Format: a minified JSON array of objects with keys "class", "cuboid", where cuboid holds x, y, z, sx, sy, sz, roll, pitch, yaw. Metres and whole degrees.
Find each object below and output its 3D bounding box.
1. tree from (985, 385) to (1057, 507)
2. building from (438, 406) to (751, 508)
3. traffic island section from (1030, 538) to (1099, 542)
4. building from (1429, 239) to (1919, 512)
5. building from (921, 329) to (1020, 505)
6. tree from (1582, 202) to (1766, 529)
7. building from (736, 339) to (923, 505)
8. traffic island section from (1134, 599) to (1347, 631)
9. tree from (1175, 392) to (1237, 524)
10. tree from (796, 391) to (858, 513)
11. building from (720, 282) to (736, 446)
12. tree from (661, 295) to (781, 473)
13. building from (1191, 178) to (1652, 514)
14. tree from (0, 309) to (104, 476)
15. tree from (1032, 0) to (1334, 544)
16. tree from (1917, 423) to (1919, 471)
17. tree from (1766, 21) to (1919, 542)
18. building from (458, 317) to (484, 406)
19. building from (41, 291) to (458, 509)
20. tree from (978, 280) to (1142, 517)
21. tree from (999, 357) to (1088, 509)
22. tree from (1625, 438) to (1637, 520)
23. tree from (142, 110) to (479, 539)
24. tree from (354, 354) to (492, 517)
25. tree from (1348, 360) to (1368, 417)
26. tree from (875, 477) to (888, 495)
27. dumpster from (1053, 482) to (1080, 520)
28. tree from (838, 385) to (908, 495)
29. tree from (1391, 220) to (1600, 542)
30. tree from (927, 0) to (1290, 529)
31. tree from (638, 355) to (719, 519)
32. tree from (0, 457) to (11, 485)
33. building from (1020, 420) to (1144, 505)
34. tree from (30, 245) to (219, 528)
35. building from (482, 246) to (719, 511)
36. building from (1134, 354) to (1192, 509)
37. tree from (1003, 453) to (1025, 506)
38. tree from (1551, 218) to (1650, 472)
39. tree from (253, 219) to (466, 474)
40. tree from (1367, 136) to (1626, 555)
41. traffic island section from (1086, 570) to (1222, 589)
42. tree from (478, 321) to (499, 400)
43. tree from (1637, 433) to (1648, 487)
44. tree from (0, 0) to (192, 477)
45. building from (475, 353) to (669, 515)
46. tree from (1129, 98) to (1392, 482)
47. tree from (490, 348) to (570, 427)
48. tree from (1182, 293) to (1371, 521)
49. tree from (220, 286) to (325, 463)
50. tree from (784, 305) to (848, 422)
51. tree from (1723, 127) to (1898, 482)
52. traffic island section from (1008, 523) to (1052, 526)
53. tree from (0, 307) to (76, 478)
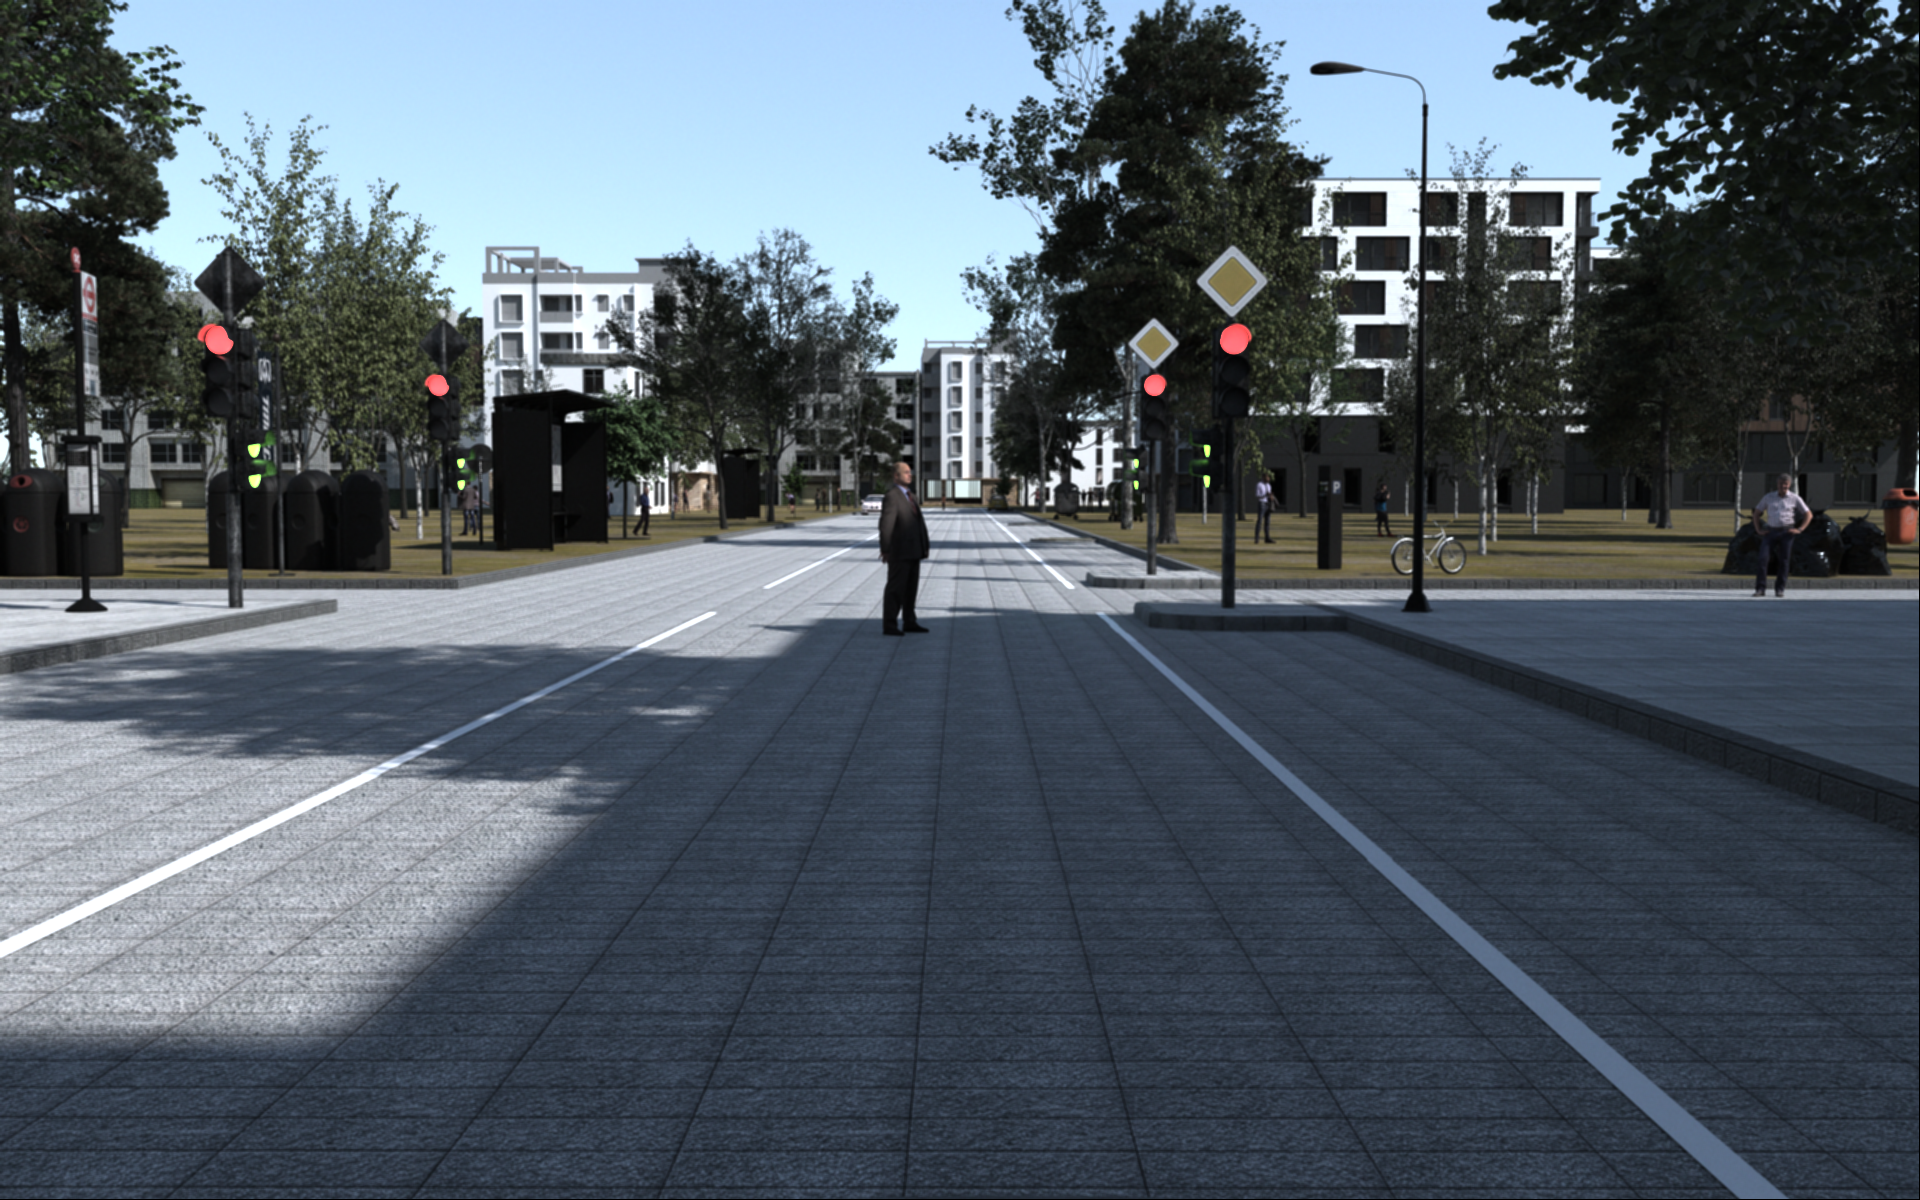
[{"class":"tree","cuboid":[6.119,-15.393,169.794,7.486,12.596,7.792,0,3,0]},{"class":"building","cuboid":[-34.172,-13.555,163.765,28.070,9.664,9.099,0,4,0]},{"class":"traffic island section","cuboid":[3.127,-1.800,52.291,1.991,0.108,1.994,0,4,0]},{"class":"building","cuboid":[62.236,-18.976,154.237,32.646,21.610,27.936,0,4,0]},{"class":"building","cuboid":[1.150,-21.302,204.708,11.380,20.091,16.016,0,4,0]},{"class":"tree","cuboid":[26.243,-8.702,64.330,6.751,12.117,7.091,0,3,0]},{"class":"building","cuboid":[-20.396,-20.747,205.670,31.486,18.905,16.747,0,4,0]},{"class":"traffic island section","cuboid":[3.046,0.168,19.532,2.009,0.180,2.903,0,4,0]},{"class":"tree","cuboid":[10.447,-7.594,74.531,4.360,8.622,3.978,0,3,0]},{"class":"tree","cuboid":[-9.195,-10.337,119.364,4.360,8.622,3.978,0,3,0]},{"class":"building","cuboid":[-27.273,-17.839,148.085,16.016,20.091,11.380,0,4,0]},{"class":"tree","cuboid":[-13.889,-11.020,98.310,7.486,12.596,7.792,0,3,0]},{"class":"building","cuboid":[30.894,-17.409,128.616,27.936,21.610,32.646,0,4,0]},{"class":"tree","cuboid":[-30.313,-6.554,57.518,4.360,8.622,3.978,0,3,0]},{"class":"tree","cuboid":[5.636,-8.401,44.773,7.806,13.903,7.818,0,3,0]},{"class":"tree","cuboid":[50.193,-6.495,69.096,20.602,7.101,11.467,0,4,-1]},{"class":"tree","cuboid":[25.291,-8.522,45.997,9.857,13.997,8.962,0,3,0]},{"class":"building","cuboid":[-53.024,-22.441,210.880,32.646,21.610,27.936,0,4,0]},{"class":"building","cuboid":[-64.233,-17.922,159.483,31.486,18.905,16.747,0,4,0]},{"class":"tree","cuboid":[5.958,-11.328,95.586,12.009,13.543,11.850,0,3,0]},{"class":"tree","cuboid":[6.445,-13.028,135.063,6.751,12.117,7.091,0,3,0]},{"class":"tree","cuboid":[18.843,-6.474,56.209,4.360,8.622,3.978,0,3,0]},{"class":"tree","cuboid":[-12.775,-5.102,33.787,4.737,8.622,4.395,0,3,0]},{"class":"tree","cuboid":[-30.109,-9.941,96.952,8.767,10.594,7.601,0,4,3]},{"class":"tree","cuboid":[16.239,-6.824,61.928,4.360,8.622,3.978,0,3,0]},{"class":"tree","cuboid":[-8.429,-11.299,179.333,1.663,3.219,1.824,0,3,0]},{"class":"dumpster","cuboid":[5.309,-4.927,86.314,1.264,1.857,1.865,0,3,0]},{"class":"tree","cuboid":[-8.678,-15.133,169.478,6.751,12.117,7.091,0,3,0]},{"class":"tree","cuboid":[14.528,-5.874,46.402,4.737,8.622,4.395,0,3,0]},{"class":"tree","cuboid":[4.612,-12.650,62.714,12.611,20.169,13.585,0,3,0]},{"class":"tree","cuboid":[-14.588,-8.485,89.092,4.737,8.622,4.395,0,3,0]},{"class":"tree","cuboid":[-58.801,-11.642,92.160,13.155,14.587,18.604,0,4,-7]},{"class":"building","cuboid":[20.867,-15.880,201.792,28.070,9.664,9.099,0,4,0]},{"class":"tree","cuboid":[-31.043,-7.969,64.700,7.601,10.594,8.767,0,4,-1]},{"class":"building","cuboid":[-28.098,-17.144,136.729,16.016,20.091,11.380,0,4,0]},{"class":"building","cuboid":[24.567,-18.703,162.206,16.016,20.091,11.380,0,4,0]},{"class":"tree","cuboid":[6.245,-14.012,179.463,4.737,8.622,4.395,0,3,0]},{"class":"tree","cuboid":[30.430,-10.326,75.490,9.857,13.997,8.962,0,3,0]},{"class":"tree","cuboid":[-27.280,-10.178,76.776,12.009,13.543,11.850,0,3,0]},{"class":"tree","cuboid":[10.961,-5.227,35.829,4.360,8.622,3.978,0,3,0]},{"class":"traffic island section","cuboid":[3.065,-0.320,27.517,2.009,0.180,2.903,0,4,0]},{"class":"tree","cuboid":[-15.249,-6.022,48.815,4.737,8.622,4.395,0,3,0]},{"class":"tree","cuboid":[25.034,-6.458,55.953,4.360,8.622,3.978,0,3,0]},{"class":"tree","cuboid":[-20.584,-7.933,37.127,7.806,13.903,7.818,0,3,0]},{"class":"building","cuboid":[-24.172,-10.716,117.350,9.099,9.664,28.070,0,4,0]},{"class":"tree","cuboid":[5.427,-5.058,33.059,4.737,8.622,4.395,0,3,0]},{"class":"tree","cuboid":[-21.421,-8.362,87.080,4.360,8.622,3.978,0,3,0]},{"class":"tree","cuboid":[13.344,-9.599,82.700,9.928,11.665,9.643,0,3,0]},{"class":"tree","cuboid":[-24.917,-6.824,61.937,4.360,8.622,3.978,0,3,0]},{"class":"tree","cuboid":[-9.390,-17.951,149.393,12.611,20.169,13.585,0,3,0]},{"class":"tree","cuboid":[16.646,-5.145,34.478,4.360,8.622,3.978,0,3,0]},{"class":"traffic island section","cuboid":[3.194,-3.464,79.506,1.991,0.108,1.994,0,4,0]},{"class":"tree","cuboid":[-25.677,-5.880,46.507,4.737,8.622,4.395,0,3,0]}]
